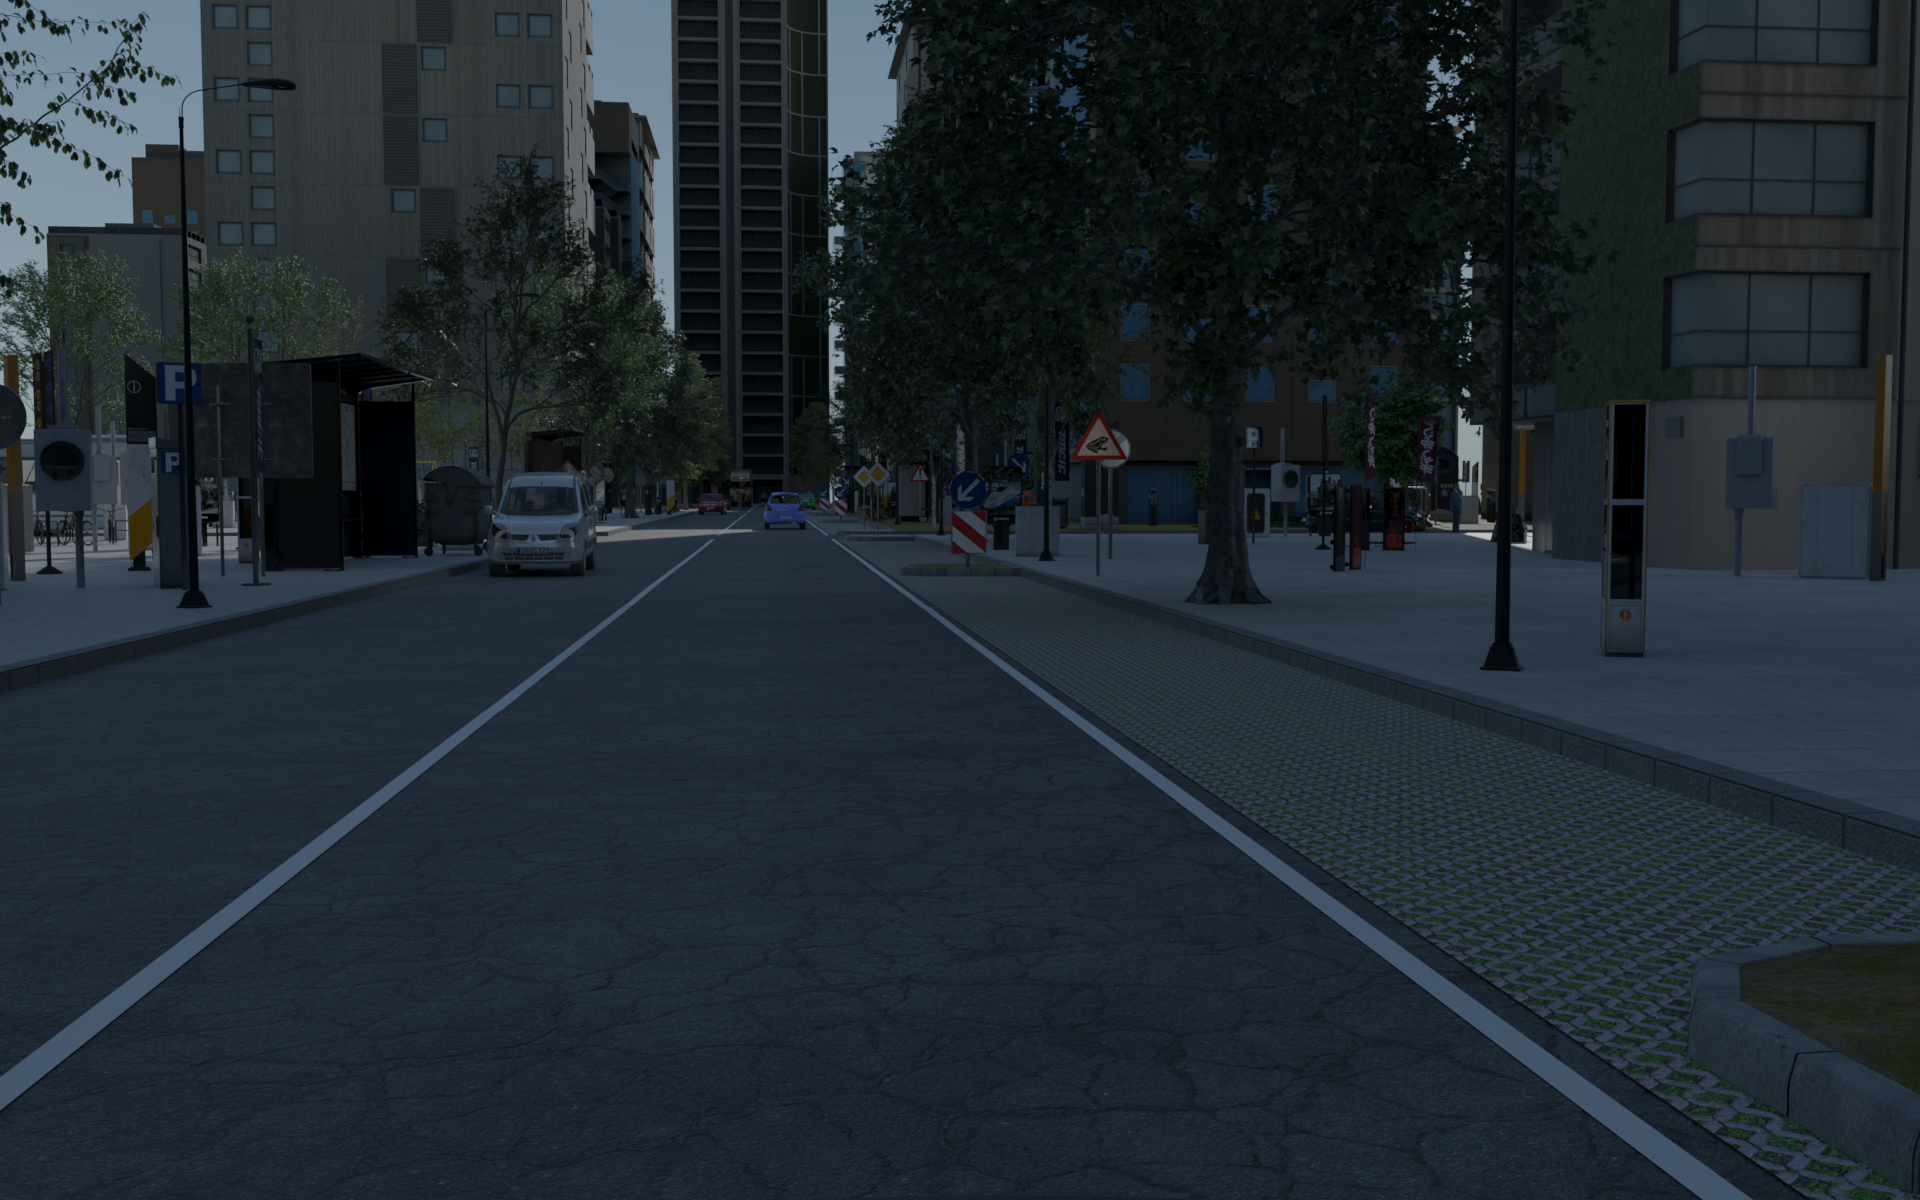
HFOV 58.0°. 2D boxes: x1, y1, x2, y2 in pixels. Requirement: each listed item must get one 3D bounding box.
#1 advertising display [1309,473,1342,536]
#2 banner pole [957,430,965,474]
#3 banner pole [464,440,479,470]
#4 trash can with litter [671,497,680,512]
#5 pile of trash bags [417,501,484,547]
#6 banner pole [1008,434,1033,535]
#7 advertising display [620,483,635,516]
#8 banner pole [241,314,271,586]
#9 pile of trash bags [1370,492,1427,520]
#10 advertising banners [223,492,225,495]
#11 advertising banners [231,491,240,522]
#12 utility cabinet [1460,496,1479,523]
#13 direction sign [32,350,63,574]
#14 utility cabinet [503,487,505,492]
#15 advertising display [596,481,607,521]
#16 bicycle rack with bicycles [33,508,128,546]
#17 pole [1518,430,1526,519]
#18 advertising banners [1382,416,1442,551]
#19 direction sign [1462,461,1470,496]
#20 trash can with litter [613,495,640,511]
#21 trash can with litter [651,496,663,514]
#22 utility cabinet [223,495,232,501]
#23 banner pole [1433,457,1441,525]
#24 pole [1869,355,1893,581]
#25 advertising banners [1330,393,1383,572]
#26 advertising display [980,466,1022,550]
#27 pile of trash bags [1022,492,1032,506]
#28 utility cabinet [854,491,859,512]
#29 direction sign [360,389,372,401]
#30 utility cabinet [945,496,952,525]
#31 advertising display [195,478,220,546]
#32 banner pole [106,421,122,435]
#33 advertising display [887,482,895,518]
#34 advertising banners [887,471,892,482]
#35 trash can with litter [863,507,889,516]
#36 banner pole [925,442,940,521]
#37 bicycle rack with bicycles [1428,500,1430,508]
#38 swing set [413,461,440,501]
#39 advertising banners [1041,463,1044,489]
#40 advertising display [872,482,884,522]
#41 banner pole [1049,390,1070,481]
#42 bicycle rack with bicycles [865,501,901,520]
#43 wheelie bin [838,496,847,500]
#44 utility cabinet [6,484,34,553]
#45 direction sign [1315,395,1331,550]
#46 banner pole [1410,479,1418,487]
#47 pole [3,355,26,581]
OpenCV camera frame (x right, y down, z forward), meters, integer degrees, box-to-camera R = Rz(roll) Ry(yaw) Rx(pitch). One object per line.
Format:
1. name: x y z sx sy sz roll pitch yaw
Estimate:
1. advertising display: 11.058 -2.889 52.451 0.974 1.923 0.123 0 4 7
2. banner pole: 0.148 -3.844 52.864 0.401 3.779 0.863 -3 4 -39
3. banner pole: -22.717 -5.529 80.413 0.863 3.779 0.401 0 4 -3
4. trash can with litter: -20.719 -7.020 126.170 0.624 1.170 1.055 -3 5 -40
5. pile of trash bags: -12.957 -2.079 43.749 1.912 1.369 3.447 0 4 -5
6. banner pole: 1.747 -3.945 54.512 0.863 3.779 0.401 2 4 30
7. advertising display: -19.176 -5.790 99.876 0.123 1.923 0.974 3 5 45
8. banner pole: -9.925 -2.107 24.460 0.401 3.779 0.863 0 4 -7
9. pile of trash bags: 16.964 -3.597 68.568 3.447 1.369 1.912 -3 5 -41
10. advertising banners: -49.840 -7.308 115.673 0.090 3.025 2.074 1 4 18
11. advertising banners: -32.430 -4.995 77.849 0.090 3.025 2.074 -3 5 -39
12. utility cabinet: 22.119 -3.946 75.678 1.020 1.237 0.306 0 4 -6
13. direction sign: -14.614 -2.183 27.693 0.876 3.537 0.379 3 5 44
14. utility cabinet: -13.118 -2.656 52.098 1.173 1.500 0.318 -1 4 -18
15. advertising display: -17.168 -4.739 82.696 0.123 1.923 0.974 -3 5 -43
16. bicycle rack with bicycles: -22.216 -1.866 43.889 2.852 0.926 2.925 -3 4 -39
17. pole: 17.669 -3.708 54.462 0.158 3.312 0.155 0 3 0
18. advertising banners: 9.814 -2.633 39.237 2.074 3.025 0.090 1 4 13
19. direction sign: 34.193 -7.650 117.072 0.876 3.537 0.379 -3 5 -41
20. trash can with litter: -25.717 -7.477 133.306 2.233 1.210 1.678 0 4 6
21. trash can with litter: -19.242 -5.964 108.904 1.055 1.170 0.624 1 4 9
22. utility cabinet: -42.706 -5.465 100.521 1.020 1.237 0.306 0 4 4
23. banner pole: 19.713 -4.999 71.750 0.401 3.779 0.863 1 4 21
24. pole: 13.549 -1.935 25.473 0.158 3.312 0.155 0 3 0
25. advertising banners: 6.692 -2.024 29.286 0.090 3.025 2.074 2 4 33
26. advertising display: 0.947 -2.119 39.863 0.974 1.923 0.123 -1 4 -9
27. pile of trash bags: 2.180 -3.969 74.645 1.912 1.369 3.447 -2 4 -25
28. utility cabinet: -6.896 -6.862 120.867 0.318 1.500 1.173 2 4 34
29. direction sign: -12.318 -2.678 35.777 0.379 3.537 0.876 -3 5 -43
30. utility cabinet: -0.470 -3.673 71.213 0.306 1.237 1.020 0 3 0
31. advertising display: -18.618 -2.270 42.331 0.974 1.923 0.123 -3 4 -39
32. banner pole: -29.090 -4.264 59.734 0.863 3.779 0.401 2 4 24
33. advertising display: -3.611 -5.357 92.796 0.123 1.923 0.974 2 4 35
34. advertising banners: -4.627 -8.235 130.821 2.074 3.025 0.090 0 4 -6
35. trash can with litter: -4.542 -5.511 101.162 2.233 1.210 1.678 0 4 -3
36. banner pole: -1.242 -5.655 82.484 0.401 3.779 0.863 -2 4 -24
37. bicycle rack with bicycles: 31.122 -6.275 115.971 2.925 0.926 2.852 -1 4 -19
38. swing set: -26.236 -5.191 82.489 3.119 2.851 2.862 0 4 5
39. advertising banners: 5.287 -6.297 99.137 2.074 3.025 0.090 -3 5 -44
40. advertising display: -3.829 -4.617 80.704 0.123 1.923 0.974 2 4 26
41. banner pole: 2.291 -3.112 40.903 0.863 3.779 0.401 -3 4 -36
42. bicycle rack with bicycles: -3.245 -4.382 85.033 2.852 0.926 2.925 -1 4 -19
43. wheelie bin: -8.453 -7.136 124.582 0.693 1.594 0.980 -1 4 -9
44. utility cabinet: -20.610 -1.753 37.348 0.318 1.500 1.173 2 4 26
45. direction sign: 8.387 -2.930 39.899 0.379 3.537 0.876 1 4 17
46. banner pole: 35.800 -8.981 136.860 0.863 3.779 0.401 0 4 4
47. pole: -13.939 -1.938 25.529 0.158 3.312 0.155 0 3 0
